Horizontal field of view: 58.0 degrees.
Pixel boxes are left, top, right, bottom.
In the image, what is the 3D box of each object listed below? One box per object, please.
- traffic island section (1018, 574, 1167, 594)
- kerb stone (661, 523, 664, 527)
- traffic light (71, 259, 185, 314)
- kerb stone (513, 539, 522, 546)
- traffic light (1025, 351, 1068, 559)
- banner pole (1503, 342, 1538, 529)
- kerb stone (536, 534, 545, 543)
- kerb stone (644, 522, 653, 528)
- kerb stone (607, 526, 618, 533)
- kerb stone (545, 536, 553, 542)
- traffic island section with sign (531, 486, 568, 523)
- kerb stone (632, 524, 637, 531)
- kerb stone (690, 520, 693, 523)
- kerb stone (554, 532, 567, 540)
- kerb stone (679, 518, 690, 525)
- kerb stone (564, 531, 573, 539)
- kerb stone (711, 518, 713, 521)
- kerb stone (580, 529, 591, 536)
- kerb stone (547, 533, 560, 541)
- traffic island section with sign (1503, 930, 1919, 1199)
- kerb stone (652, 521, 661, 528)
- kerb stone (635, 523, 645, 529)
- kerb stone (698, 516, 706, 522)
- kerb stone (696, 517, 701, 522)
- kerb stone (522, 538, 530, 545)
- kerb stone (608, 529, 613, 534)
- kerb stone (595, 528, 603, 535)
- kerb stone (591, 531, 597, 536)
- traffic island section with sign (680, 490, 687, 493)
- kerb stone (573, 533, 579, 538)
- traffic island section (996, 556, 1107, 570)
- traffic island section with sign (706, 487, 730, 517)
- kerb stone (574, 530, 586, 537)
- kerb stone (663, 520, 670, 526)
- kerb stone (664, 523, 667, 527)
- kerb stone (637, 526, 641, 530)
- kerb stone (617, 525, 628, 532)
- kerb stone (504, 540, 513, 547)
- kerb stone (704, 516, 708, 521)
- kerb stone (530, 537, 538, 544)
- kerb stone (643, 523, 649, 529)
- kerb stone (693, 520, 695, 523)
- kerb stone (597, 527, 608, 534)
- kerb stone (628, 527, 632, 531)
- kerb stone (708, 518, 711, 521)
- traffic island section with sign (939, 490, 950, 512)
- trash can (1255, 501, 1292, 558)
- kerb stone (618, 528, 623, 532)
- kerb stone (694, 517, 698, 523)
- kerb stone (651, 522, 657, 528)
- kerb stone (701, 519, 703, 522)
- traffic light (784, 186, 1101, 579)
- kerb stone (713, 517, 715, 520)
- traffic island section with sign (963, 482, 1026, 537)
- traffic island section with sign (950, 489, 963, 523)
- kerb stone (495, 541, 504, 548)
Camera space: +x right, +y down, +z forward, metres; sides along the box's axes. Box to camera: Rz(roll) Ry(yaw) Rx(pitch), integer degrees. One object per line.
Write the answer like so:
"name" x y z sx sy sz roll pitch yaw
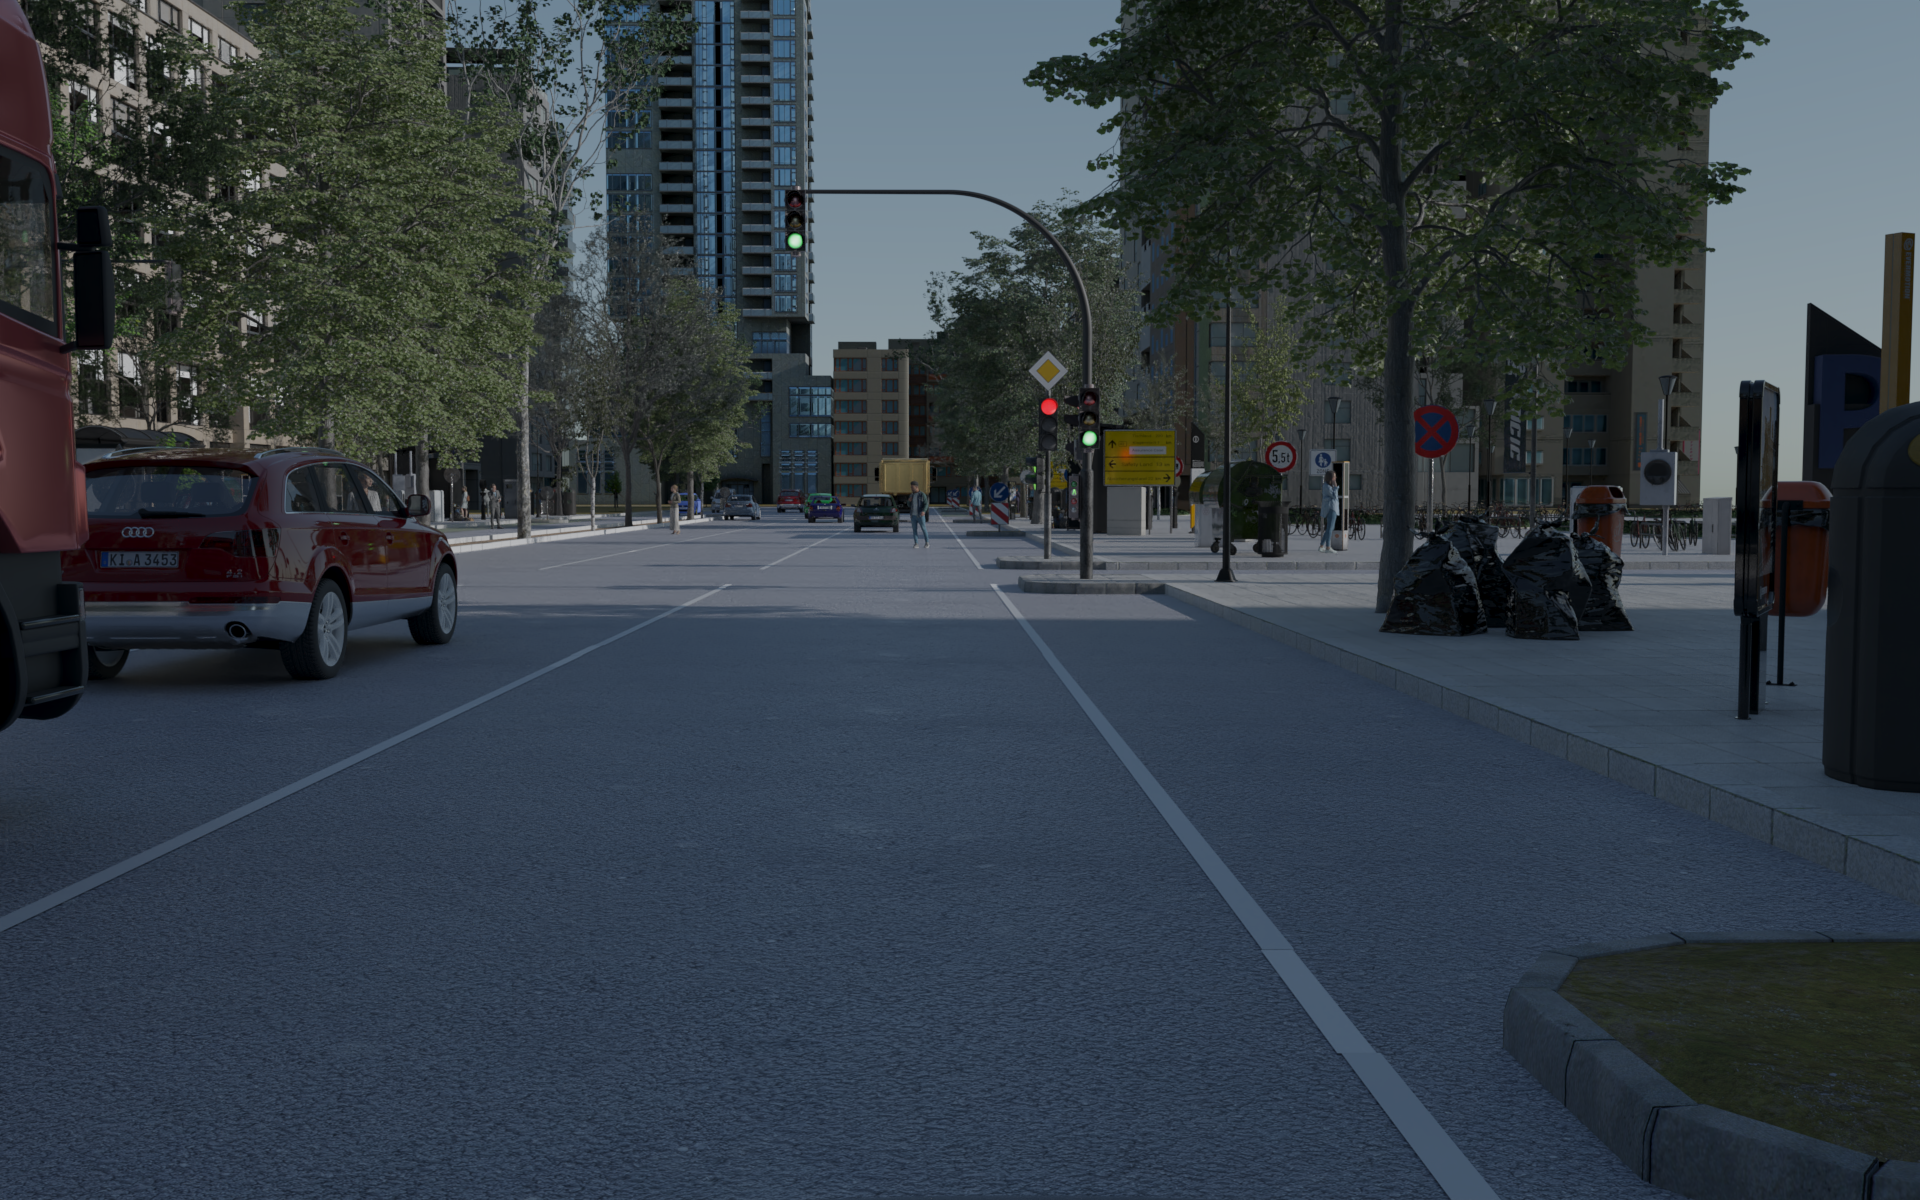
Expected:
"traffic island section" 1.923 -0.240 26.199 2.009 0.180 2.903 0 4 -1
"kerb stone" -13.042 -3.216 74.909 0.120 0.150 1.000 0 4 -1
"traffic light" -17.557 -3.609 33.670 4.771 5.953 1.251 0 4 -1
"kerb stone" -12.461 -1.593 48.248 0.120 0.150 1.000 0 4 -1
"traffic light" 1.709 -2.761 34.067 0.839 4.253 0.868 0 4 -1
"banner pole" 8.118 -2.139 24.990 0.401 3.779 0.863 -2 4 -23
"kerb stone" -12.531 -1.782 51.329 0.120 0.150 1.000 0 4 -1
"kerb stone" -12.981 -3.035 71.815 0.120 0.150 1.000 0 4 -1
"kerb stone" -12.808 -2.530 63.630 0.120 0.150 1.000 0 4 -1
"kerb stone" -12.552 -1.844 52.351 0.120 0.150 1.000 0 4 -1
"traffic island section with sign" -20.494 -4.717 85.756 1.989 1.847 2.006 0 4 -1
"kerb stone" -12.891 -2.784 67.719 0.120 0.150 1.000 0 4 -1
"kerb stone" -13.241 -3.782 84.141 0.120 0.150 1.000 0 4 -1
"kerb stone" -12.594 -1.970 54.402 0.120 0.150 1.000 0 4 -1
"kerb stone" -13.223 -3.726 83.107 0.120 0.150 1.000 0 4 -1
"kerb stone" -12.623 -2.029 55.424 0.120 0.150 1.000 0 4 -1
"kerb stone" -13.420 -4.290 92.331 0.120 0.150 1.000 0 4 -1
"kerb stone" -12.691 -2.220 58.502 0.120 0.150 1.000 0 4 -1
"kerb stone" -12.573 -1.904 53.380 0.120 0.150 1.000 0 4 -1
"traffic island section with sign" 2.409 0.281 4.028 1.989 1.847 2.006 0 4 -1
"kerb stone" -13.015 -3.161 73.873 0.120 0.150 1.000 0 4 -1
"kerb stone" -12.937 -2.906 69.771 0.120 0.150 1.000 0 4 -1
"kerb stone" -13.359 -4.100 89.262 0.120 0.150 1.000 0 4 -1
"kerb stone" -13.307 -3.972 87.216 0.120 0.150 1.000 0 4 -1
"kerb stone" -12.487 -1.656 49.270 0.120 0.150 1.000 0 4 -1
"kerb stone" -12.775 -2.466 62.594 0.120 0.150 1.000 0 4 -1
"kerb stone" -12.733 -2.338 60.547 0.120 0.150 1.000 0 4 -1
"kerb stone" -12.713 -2.280 59.525 0.120 0.150 1.000 0 4 -1
"traffic island section with sign" -21.569 -7.758 135.466 1.989 1.847 2.006 0 4 -1
"kerb stone" -12.646 -2.095 56.450 0.120 0.150 1.000 0 4 -1
"traffic island section" 1.749 -0.728 34.182 2.009 0.180 2.903 0 4 -1
"traffic island section with sign" -14.821 -6.147 108.641 2.006 1.907 1.989 0 4 -1
"kerb stone" -12.662 -2.155 57.472 0.120 0.150 1.000 0 4 -1
"kerb stone" -13.081 -3.349 76.958 0.120 0.150 1.000 0 4 -1
"kerb stone" -13.069 -3.287 75.934 0.120 0.150 1.000 0 4 -1
"kerb stone" -12.908 -2.847 68.741 0.120 0.150 1.000 0 4 -1
"kerb stone" -12.846 -2.659 65.674 0.120 0.150 1.000 0 4 -1
"kerb stone" -12.444 -1.531 47.226 0.120 0.150 1.000 0 4 -1
"kerb stone" -13.378 -4.164 90.284 0.120 0.150 1.000 0 4 -1
"kerb stone" -12.507 -1.715 50.304 0.120 0.150 1.000 0 4 -1
"kerb stone" -12.953 -2.972 70.792 0.120 0.150 1.000 0 4 -1
"kerb stone" -13.270 -3.850 85.166 0.120 0.150 1.000 0 4 -1
"kerb stone" -12.757 -2.408 61.569 0.120 0.150 1.000 0 4 -1
"kerb stone" -12.870 -2.722 66.697 0.120 0.150 1.000 0 4 -1
"kerb stone" -13.396 -4.225 91.309 0.120 0.150 1.000 0 4 -1
"traffic island section with sign" -0.470 -7.798 136.131 1.989 1.847 2.006 0 4 -1
"trash can" 6.351 -1.437 35.146 0.748 1.137 0.748 0 3 0
"kerb stone" -12.816 -2.597 64.652 0.120 0.150 1.000 0 4 -1
"kerb stone" -13.294 -3.914 86.193 0.120 0.150 1.000 0 4 -1
"kerb stone" -13.002 -3.098 72.851 0.120 0.150 1.000 0 4 -1
"kerb stone" -13.333 -4.039 88.239 0.120 0.150 1.000 0 4 -1
"traffic light" -0.207 -3.133 25.897 4.771 5.953 1.251 0 4 -1
"kerb stone" -13.444 -4.351 93.353 0.120 0.150 1.000 0 4 -1
"traffic island section with sign" 1.212 -3.092 59.179 1.989 1.847 2.006 0 4 -1
"traffic island section with sign" 0.632 -4.740 86.128 1.989 1.847 2.006 0 4 -1
"kerb stone" -12.418 -1.467 46.204 0.120 0.150 1.000 0 4 -1
